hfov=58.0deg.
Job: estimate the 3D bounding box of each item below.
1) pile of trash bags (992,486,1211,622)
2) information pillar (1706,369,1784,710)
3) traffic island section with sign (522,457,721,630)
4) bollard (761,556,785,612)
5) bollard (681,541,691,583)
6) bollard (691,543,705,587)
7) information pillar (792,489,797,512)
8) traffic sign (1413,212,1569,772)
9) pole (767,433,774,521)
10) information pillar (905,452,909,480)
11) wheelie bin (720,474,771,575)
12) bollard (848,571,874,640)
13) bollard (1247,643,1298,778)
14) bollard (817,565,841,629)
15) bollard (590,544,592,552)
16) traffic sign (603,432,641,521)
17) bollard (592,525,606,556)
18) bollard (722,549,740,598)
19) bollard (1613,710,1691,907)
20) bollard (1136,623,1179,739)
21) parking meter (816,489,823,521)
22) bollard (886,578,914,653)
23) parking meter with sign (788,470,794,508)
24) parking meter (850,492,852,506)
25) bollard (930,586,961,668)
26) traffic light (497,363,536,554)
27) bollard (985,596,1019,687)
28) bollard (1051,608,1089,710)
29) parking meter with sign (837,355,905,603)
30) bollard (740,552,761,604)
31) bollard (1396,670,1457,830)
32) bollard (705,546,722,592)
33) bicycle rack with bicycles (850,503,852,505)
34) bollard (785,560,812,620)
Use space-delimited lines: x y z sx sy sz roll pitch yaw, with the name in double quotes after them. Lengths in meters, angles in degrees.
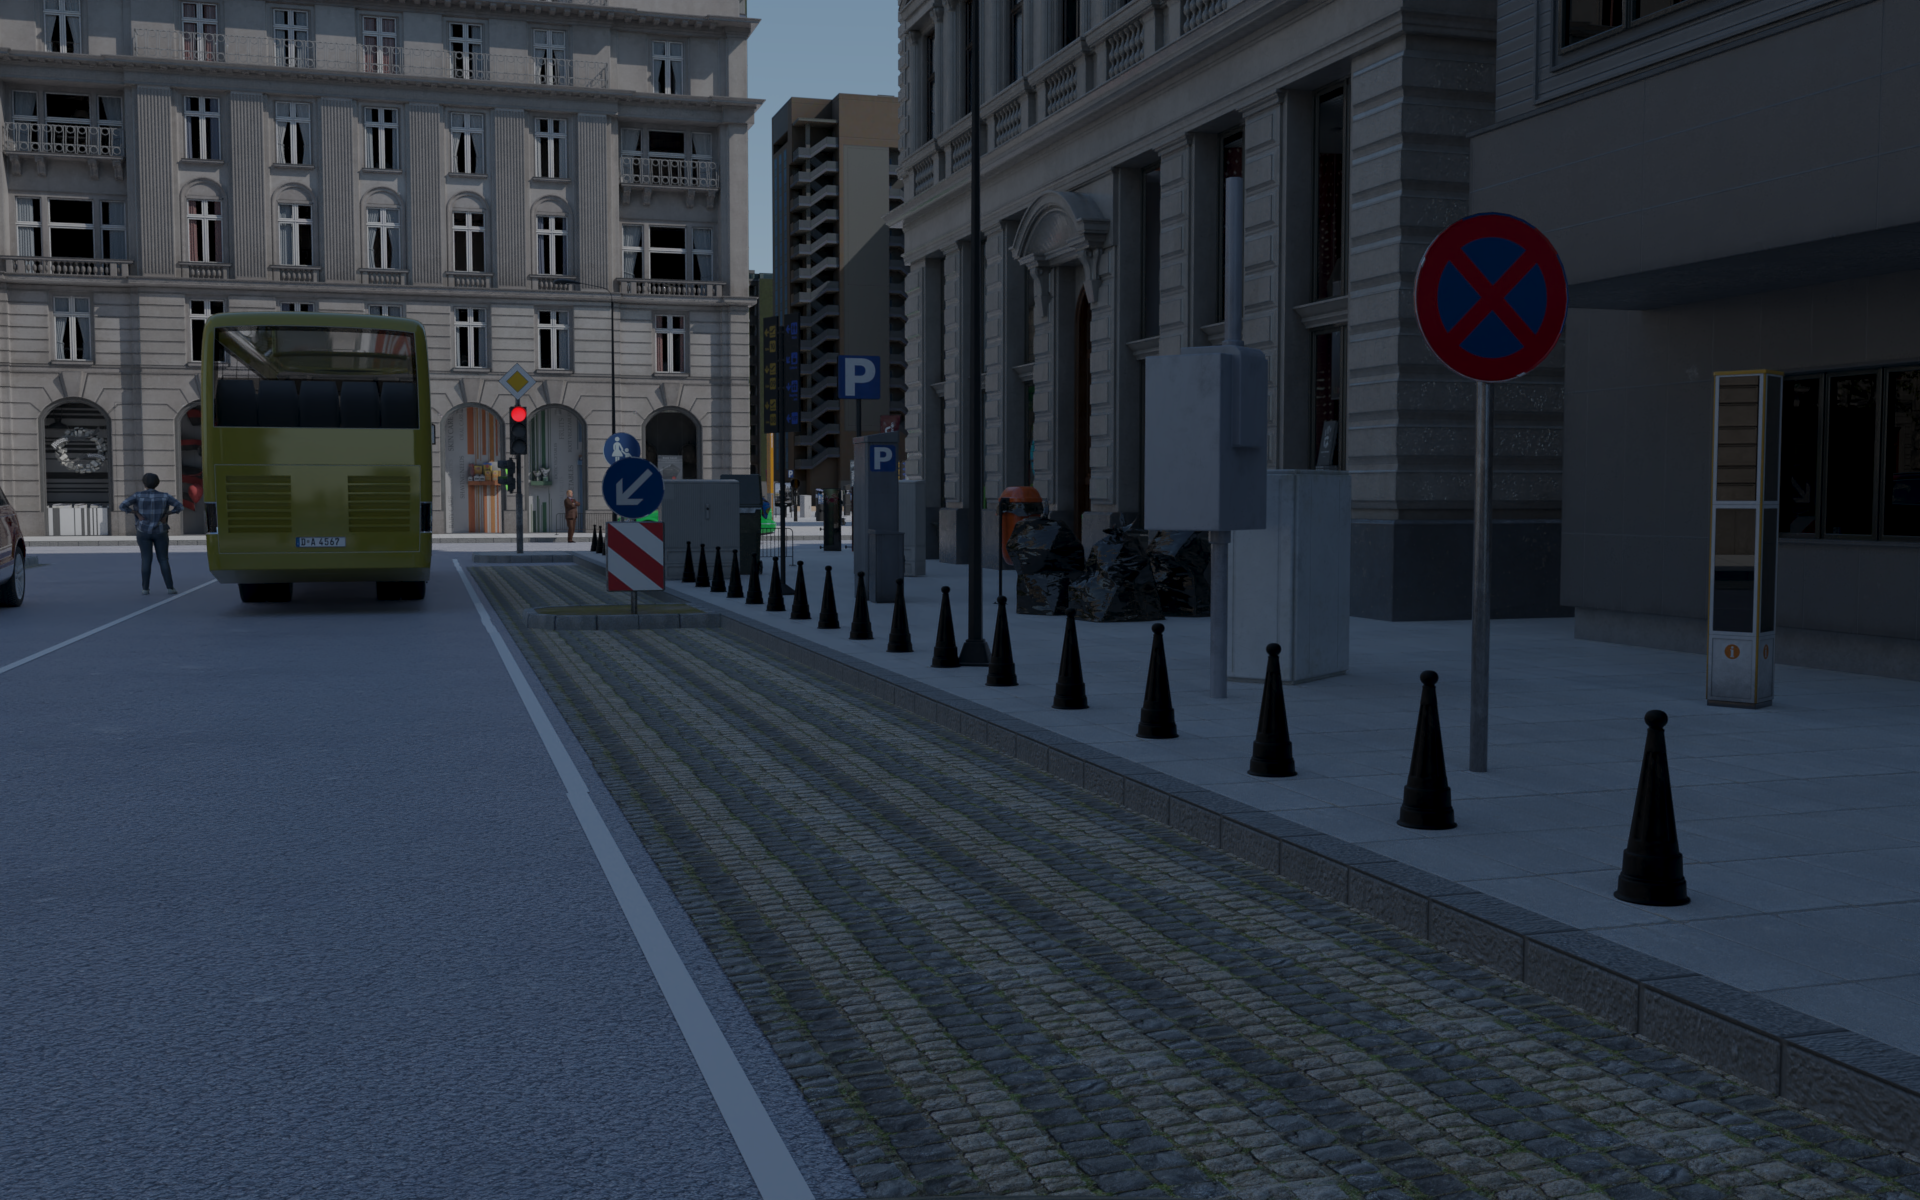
1.342 -0.568 19.037 1.912 1.369 3.447 -2 4 -28 "pile of trash bags"
4.728 -0.364 10.443 0.304 2.012 0.304 3 5 44 "information pillar"
-3.782 -0.638 19.067 1.989 1.847 2.006 -1 4 -17 "traffic island section with sign"
-2.019 -0.180 18.986 0.229 0.601 0.229 0 3 0 "bollard"
-3.935 -0.556 25.130 0.229 0.601 0.229 0 3 0 "bollard"
-3.549 -0.480 23.891 0.229 0.601 0.229 0 3 0 "bollard"
-12.155 -7.490 126.945 0.304 2.012 0.304 2 4 24 "information pillar"
2.400 -0.479 7.941 0.768 2.556 0.104 -1 4 -12 "traffic sign"
-6.232 -3.855 56.875 0.158 3.312 0.155 0 3 0 "pole"
-2.202 -4.997 73.058 0.183 3.616 0.504 1 4 14 "information pillar"
-3.533 -1.210 27.690 0.980 1.594 0.693 -1 4 -12 "wheelie bin"
-0.873 0.045 15.307 0.229 0.601 0.229 0 3 0 "bollard"
1.432 0.496 7.925 0.229 0.601 0.229 0 3 0 "bollard"
-1.254 -0.030 16.532 0.229 0.601 0.229 0 3 0 "bollard"
-8.146 -1.382 38.637 0.229 0.601 0.229 0 3 0 "bollard"
-6.971 -2.180 35.752 0.768 2.556 0.104 -1 4 -14 "traffic sign"
-7.763 -1.307 37.409 0.229 0.601 0.229 0 3 0 "bollard"
-2.781 -0.330 21.439 0.229 0.601 0.229 0 3 0 "bollard"
2.194 0.646 5.475 0.229 0.601 0.229 0 3 0 "bollard"
1.045 0.421 9.153 0.229 0.601 0.229 0 3 0 "bollard"
-6.578 -4.454 81.235 0.372 1.533 0.369 0 3 0 "parking meter"
-0.489 0.120 14.083 0.229 0.601 0.229 0 3 0 "bollard"
-12.788 -7.867 124.889 0.543 3.016 1.738 3 5 42 "parking meter with sign"
-7.877 -7.244 126.855 0.372 1.533 0.369 0 3 0 "parking meter"
-0.106 0.195 12.850 0.229 0.601 0.229 0 3 0 "bollard"
-9.516 -2.957 37.267 0.839 4.253 0.868 -1 4 -17 "traffic light"
0.281 0.271 11.619 0.229 0.601 0.229 0 3 0 "bollard"
0.663 0.346 10.388 0.229 0.601 0.229 0 3 0 "bollard"
-1.041 -1.518 21.075 0.543 3.016 1.738 -1 4 -16 "parking meter with sign"
-2.399 -0.255 20.211 0.229 0.601 0.229 0 3 0 "bollard"
1.811 0.571 6.699 0.229 0.601 0.229 0 3 0 "bollard"
-3.164 -0.405 22.668 0.229 0.601 0.229 0 3 0 "bollard"
-6.624 -6.695 122.852 2.852 0.926 2.925 -1 4 -18 "bicycle rack with bicycles"
-1.636 -0.105 17.762 0.229 0.601 0.229 0 3 0 "bollard"
